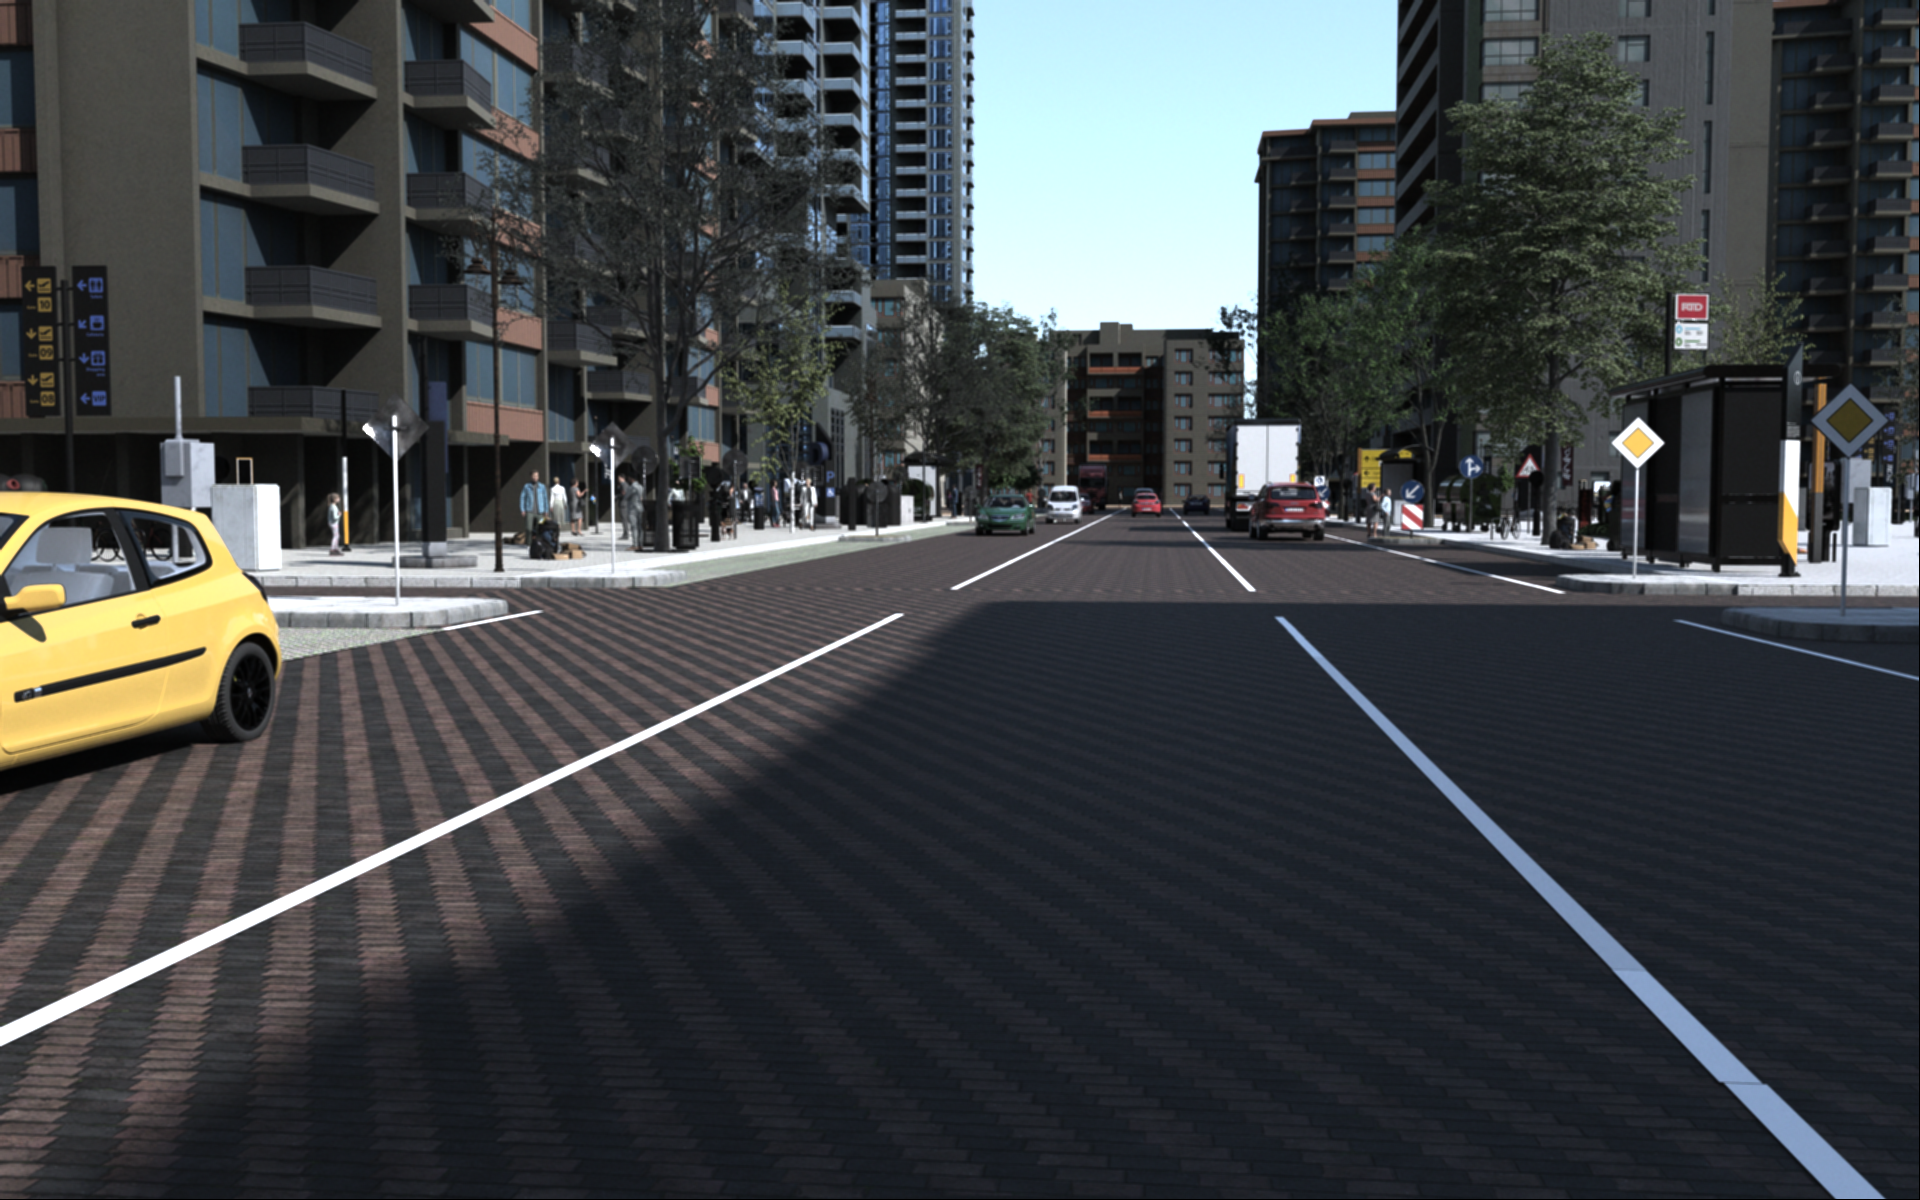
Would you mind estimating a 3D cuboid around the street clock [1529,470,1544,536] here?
[{"bbox_3d":[17.710,-2.971,53.150,0.471,2.002,0.358,3,4,39],"label":"street clock"}]

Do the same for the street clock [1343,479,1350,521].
[{"bbox_3d":[18.120,-4.688,81.226,0.358,2.002,0.471,2,4,26],"label":"street clock"}]

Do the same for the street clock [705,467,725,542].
[{"bbox_3d":[-6.604,-2.578,46.716,0.471,2.002,0.358,1,4,17],"label":"street clock"}]

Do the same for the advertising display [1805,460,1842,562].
[{"bbox_3d":[16.477,-1.704,33.069,0.123,1.923,0.974,0,4,-4],"label":"advertising display"}]

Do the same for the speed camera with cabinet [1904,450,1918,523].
[{"bbox_3d":[43.549,-5.095,77.644,2.038,3.252,0.660,1,4,15],"label":"speed camera with cabinet"}]

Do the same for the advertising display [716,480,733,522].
[{"bbox_3d":[-10.692,-4.471,78.321,0.974,1.923,0.123,2,4,26],"label":"advertising display"}]

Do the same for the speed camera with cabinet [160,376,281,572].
[{"bbox_3d":[-12.419,-2.125,29.076,2.038,3.252,0.660,1,4,21],"label":"speed camera with cabinet"}]

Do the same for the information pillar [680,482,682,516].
[{"bbox_3d":[-12.466,-4.422,76.794,0.304,2.012,0.304,-2,4,-31],"label":"information pillar"}]

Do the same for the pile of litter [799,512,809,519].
[{"bbox_3d":[-8.231,-4.703,90.857,1.176,0.858,1.719,1,4,22],"label":"pile of litter"}]

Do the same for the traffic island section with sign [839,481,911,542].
[{"bbox_3d":[-2.524,-2.673,52.334,1.989,1.847,2.006,0,4,6],"label":"traffic island section with sign"}]

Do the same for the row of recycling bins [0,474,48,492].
[{"bbox_3d":[-19.334,-1.666,34.357,1.069,1.692,3.534,0,4,1],"label":"row of recycling bins"}]

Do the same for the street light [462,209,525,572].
[{"bbox_3d":[-7.612,-3.403,28.425,0.468,5.910,1.993,0,4,6],"label":"street light"}]

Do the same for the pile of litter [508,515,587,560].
[{"bbox_3d":[-7.947,-1.257,34.514,1.176,0.858,1.719,1,4,21],"label":"pile of litter"}]

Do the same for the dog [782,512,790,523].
[{"bbox_3d":[-7.535,-3.800,76.502,0.800,0.831,0.513,-2,4,-24],"label":"dog"}]

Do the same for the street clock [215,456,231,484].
[{"bbox_3d":[-13.989,-1.715,32.604,0.358,2.002,0.471,3,4,36],"label":"street clock"}]

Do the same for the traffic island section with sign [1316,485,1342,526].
[{"bbox_3d":[16.067,-4.220,77.620,1.989,1.847,2.006,0,4,6],"label":"traffic island section with sign"}]

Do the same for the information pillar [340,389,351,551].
[{"bbox_3d":[-13.812,-2.905,38.856,0.183,3.616,0.504,-2,4,-24],"label":"information pillar"}]

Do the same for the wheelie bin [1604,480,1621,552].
[{"bbox_3d":[14.924,-1.882,38.687,0.980,1.594,0.693,0,4,-5],"label":"wheelie bin"}]

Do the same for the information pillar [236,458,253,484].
[{"bbox_3d":[-14.570,-1.886,35.322,0.304,2.012,0.304,-1,4,-22],"label":"information pillar"}]

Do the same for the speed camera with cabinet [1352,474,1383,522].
[{"bbox_3d":[18.955,-5.172,78.890,2.038,3.252,0.660,1,4,22],"label":"speed camera with cabinet"}]

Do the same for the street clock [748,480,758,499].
[{"bbox_3d":[-10.802,-5.251,90.432,0.471,2.002,0.358,2,4,33],"label":"street clock"}]

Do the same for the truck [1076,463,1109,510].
[{"bbox_3d":[12.127,-10.353,158.178,2.839,4.237,11.283,0,4,5],"label":"truck"}]

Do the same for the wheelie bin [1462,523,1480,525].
[{"bbox_3d":[21.043,-3.873,71.233,0.693,1.594,0.980,-3,4,-36],"label":"wheelie bin"}]

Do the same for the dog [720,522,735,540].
[{"bbox_3d":[-6.530,-1.945,48.626,0.406,0.507,0.540,0,4,-7],"label":"dog"}]

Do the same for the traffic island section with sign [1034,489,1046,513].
[{"bbox_3d":[6.142,-7.362,129.003,1.989,1.847,2.006,0,4,6],"label":"traffic island section with sign"}]

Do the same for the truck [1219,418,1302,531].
[{"bbox_3d":[12.052,-4.952,69.883,2.839,4.237,11.283,0,4,7],"label":"truck"}]

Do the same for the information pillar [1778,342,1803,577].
[{"bbox_3d":[12.801,-2.162,26.701,0.504,3.616,0.183,-3,5,-39],"label":"information pillar"}]

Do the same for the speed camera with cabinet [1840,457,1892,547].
[{"bbox_3d":[22.570,-2.987,43.175,0.660,3.252,2.038,1,4,8],"label":"speed camera with cabinet"}]

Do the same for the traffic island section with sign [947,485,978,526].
[{"bbox_3d":[0.506,-4.311,79.119,1.989,1.847,2.006,0,4,6],"label":"traffic island section with sign"}]

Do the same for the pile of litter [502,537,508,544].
[{"bbox_3d":[-11.220,-1.872,44.566,1.176,0.858,1.719,0,4,-2],"label":"pile of litter"}]

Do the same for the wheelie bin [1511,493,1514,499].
[{"bbox_3d":[27.192,-4.651,83.948,0.980,1.594,0.693,0,4,-3],"label":"wheelie bin"}]

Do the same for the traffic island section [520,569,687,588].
[{"bbox_3d":[-5.619,-0.345,27.922,2.009,0.180,2.903,0,4,6],"label":"traffic island section"}]

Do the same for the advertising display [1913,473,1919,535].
[{"bbox_3d":[29.446,-2.891,52.480,0.974,1.923,0.123,3,5,43],"label":"advertising display"}]

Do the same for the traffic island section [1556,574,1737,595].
[{"bbox_3d":[10.221,-0.236,26.133,2.009,0.180,2.903,0,4,6],"label":"traffic island section"}]

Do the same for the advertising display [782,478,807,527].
[{"bbox_3d":[-6.453,-3.814,67.576,0.974,1.923,0.123,-2,4,-23],"label":"advertising display"}]

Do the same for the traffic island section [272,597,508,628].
[{"bbox_3d":[-6.516,0.140,19.988,2.009,0.180,2.903,0,4,6],"label":"traffic island section"}]

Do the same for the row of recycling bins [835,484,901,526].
[{"bbox_3d":[-3.758,-3.949,71.680,1.069,1.692,3.534,-3,5,-42],"label":"row of recycling bins"}]

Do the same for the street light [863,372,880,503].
[{"bbox_3d":[-3.353,-5.691,65.843,0.468,5.910,1.993,0,4,6],"label":"street light"}]

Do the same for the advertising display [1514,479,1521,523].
[{"bbox_3d":[24.507,-4.338,76.143,0.123,1.923,0.974,1,4,9],"label":"advertising display"}]

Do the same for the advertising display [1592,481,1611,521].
[{"bbox_3d":[30.892,-4.783,83.415,0.974,1.923,0.123,-1,4,-14],"label":"advertising display"}]

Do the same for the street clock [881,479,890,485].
[{"bbox_3d":[-3.592,-4.760,82.388,0.471,2.002,0.358,1,4,18],"label":"street clock"}]

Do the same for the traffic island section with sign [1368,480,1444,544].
[{"bbox_3d":[13.003,-2.570,50.650,1.989,1.847,2.006,0,4,6],"label":"traffic island section with sign"}]

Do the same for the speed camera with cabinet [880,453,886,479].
[{"bbox_3d":[-3.716,-5.551,85.091,0.660,3.252,2.038,2,4,24],"label":"speed camera with cabinet"}]

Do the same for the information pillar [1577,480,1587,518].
[{"bbox_3d":[32.672,-5.290,90.990,0.304,2.012,0.304,-1,4,-18],"label":"information pillar"}]

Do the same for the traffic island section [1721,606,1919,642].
[{"bbox_3d":[9.324,0.250,18.199,2.009,0.180,2.903,0,4,6],"label":"traffic island section"}]

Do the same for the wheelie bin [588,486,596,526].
[{"bbox_3d":[-14.857,-3.727,68.847,0.980,1.594,0.693,1,4,16],"label":"wheelie bin"}]
